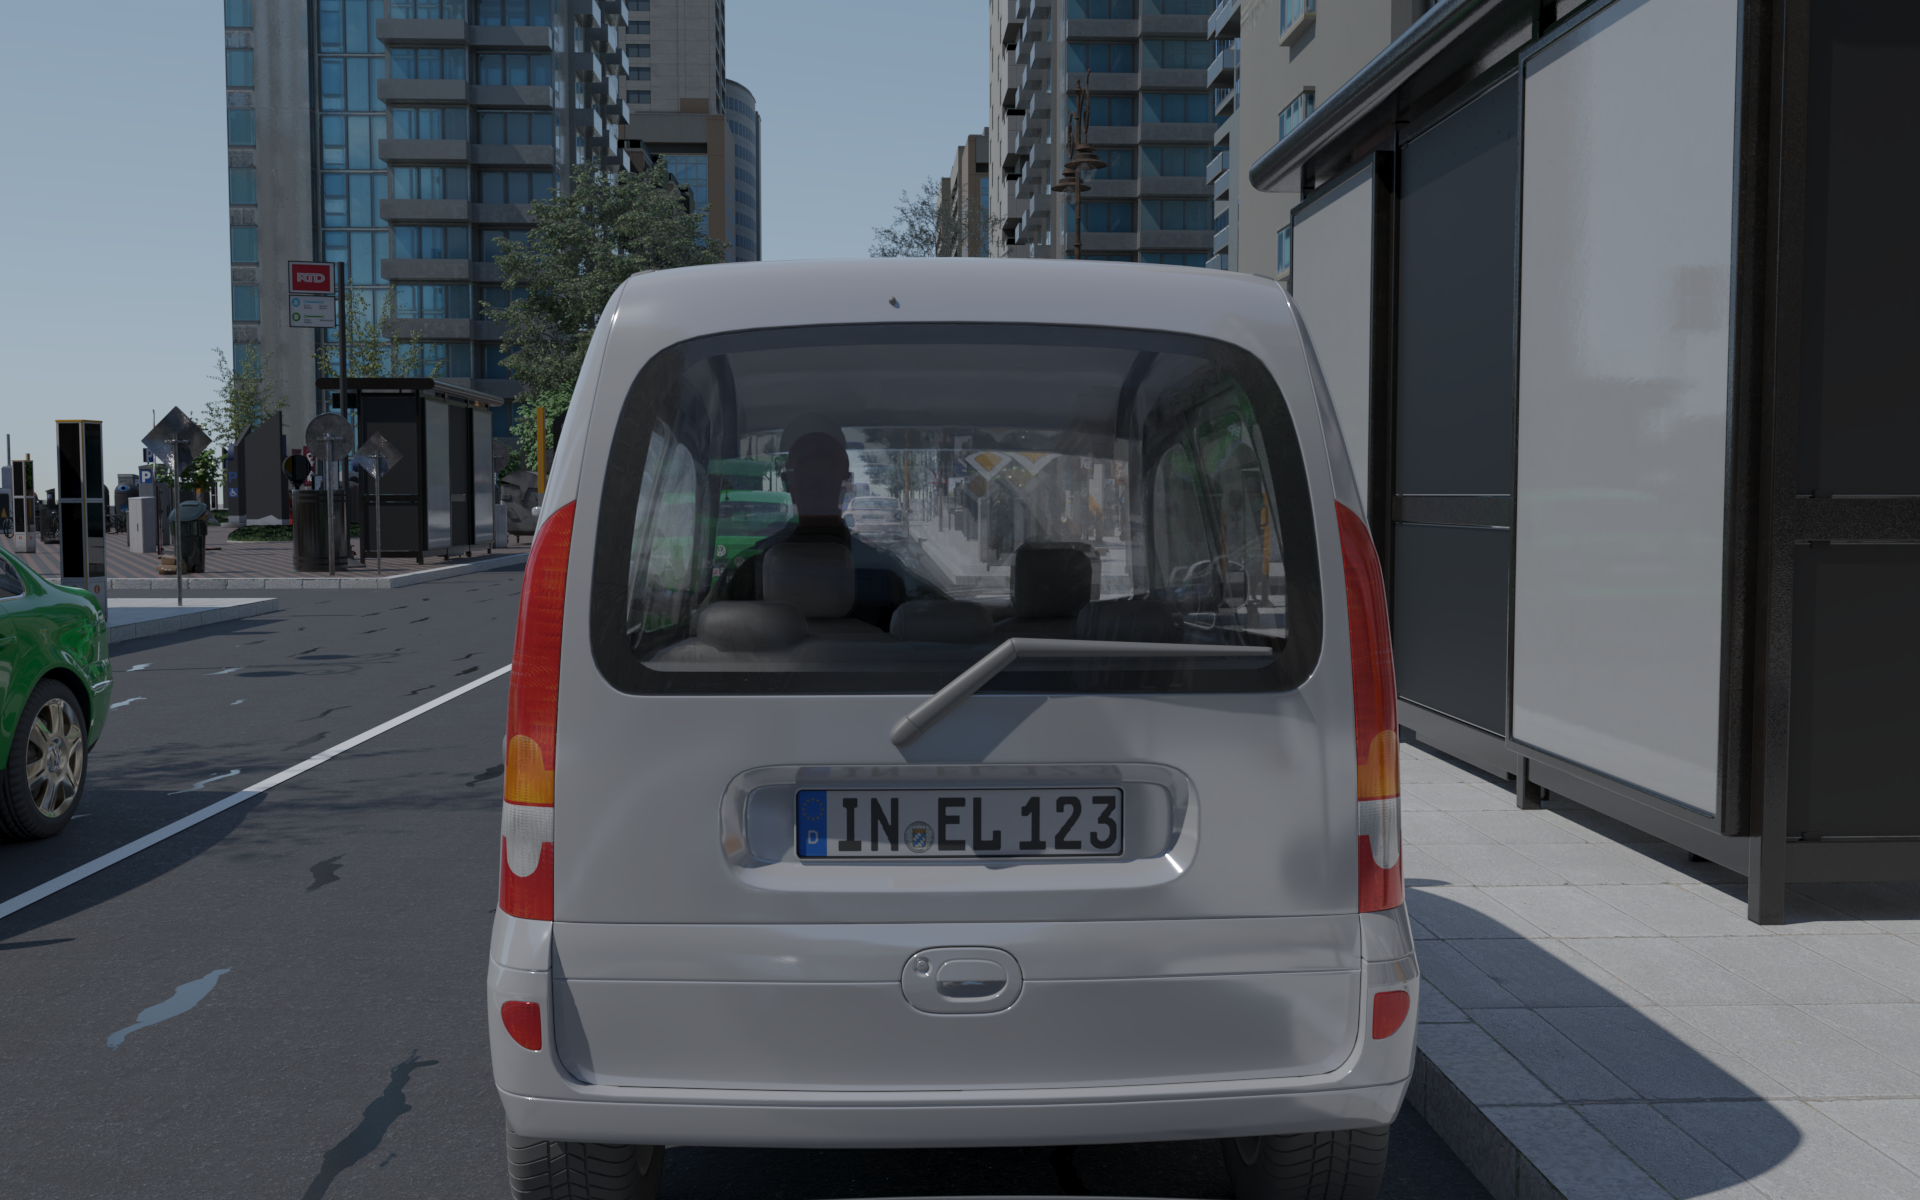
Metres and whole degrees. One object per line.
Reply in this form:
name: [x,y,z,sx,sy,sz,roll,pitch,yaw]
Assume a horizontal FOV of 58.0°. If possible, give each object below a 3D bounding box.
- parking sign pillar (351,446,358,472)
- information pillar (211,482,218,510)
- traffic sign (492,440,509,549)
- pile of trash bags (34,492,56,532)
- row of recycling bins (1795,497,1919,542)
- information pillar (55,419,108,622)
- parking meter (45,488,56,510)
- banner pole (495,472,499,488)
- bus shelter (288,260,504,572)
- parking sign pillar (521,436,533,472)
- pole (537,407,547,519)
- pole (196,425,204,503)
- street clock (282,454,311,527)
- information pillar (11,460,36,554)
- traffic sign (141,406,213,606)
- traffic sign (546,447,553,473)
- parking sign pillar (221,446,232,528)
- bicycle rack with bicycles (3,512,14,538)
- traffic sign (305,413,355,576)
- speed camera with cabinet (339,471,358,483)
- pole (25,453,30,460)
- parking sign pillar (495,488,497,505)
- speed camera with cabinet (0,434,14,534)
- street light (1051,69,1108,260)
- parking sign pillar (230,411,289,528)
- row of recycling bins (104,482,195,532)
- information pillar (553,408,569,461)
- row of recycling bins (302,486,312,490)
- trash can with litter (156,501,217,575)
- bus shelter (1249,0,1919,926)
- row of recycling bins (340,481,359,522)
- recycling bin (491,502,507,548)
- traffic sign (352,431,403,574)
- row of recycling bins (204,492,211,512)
parking sign pillar: [-33.312,-6.558,95.698,1.447,3.967,1.447,-1,4,-23]
information pillar: [-43.669,-5.929,101.438,0.304,2.012,0.304,0,4,-2]
traffic sign: [-10.925,-2.473,40.532,0.768,2.556,0.104,0,4,0]
pile of trash bags: [-31.562,-3.074,60.011,3.447,1.369,1.912,3,4,36]
row of recycling bins: [6.842,-0.422,14.013,1.069,1.692,3.534,0,4,3]
information pillar: [-8.729,-0.779,17.222,0.304,2.012,0.304,1,4,11]
parking meter: [-38.552,-3.977,73.428,0.372,1.533,0.369,0,3,0]
banner pole: [-22.367,-5.662,82.590,0.863,3.779,0.401,1,4,15]
bus shelter: [-10.595,-3.363,32.612,2.179,5.291,8.768,0,4,-3]
parking sign pillar: [-12.908,-3.989,53.697,1.447,3.967,1.447,0,4,3]
pole: [-9.829,-2.868,40.736,0.158,3.312,0.155,0,3,0]
pole: [-22.412,-3.497,51.025,0.158,3.312,0.155,0,3,0]
street clock: [-12.096,-1.655,31.635,0.471,2.002,0.358,-2,4,-29]
information pillar: [-20.240,-2.016,37.450,0.304,2.012,0.304,1,4,9]
traffic sign: [-8.929,-0.987,19.772,0.795,2.450,0.064,0,4,-3]
traffic sign: [-10.862,-2.847,46.656,0.768,2.556,0.104,0,4,2]
parking sign pillar: [-27.446,-4.744,66.029,1.447,3.967,1.447,0,4,1]
bicycle rack with bicycles: [-26.881,-2.302,51.015,2.852,0.926,2.925,1,4,21]
traffic sign: [-9.881,-1.656,27.176,0.768,2.556,0.104,0,4,-2]
speed camera with cabinet: [-24.684,-4.532,68.429,0.660,3.252,2.038,2,4,32]
pole: [-46.542,-5.671,86.560,0.158,3.312,0.155,0,3,0]
parking sign pillar: [-24.010,-6.032,87.091,1.447,3.967,1.447,0,4,-8]
speed camera with cabinet: [-31.099,-3.792,56.336,0.660,3.252,2.038,0,4,0]
street light: [1.319,-2.854,19.449,0.468,5.910,1.993,0,4,-3]
parking sign pillar: [-22.566,-4.154,56.384,1.447,3.967,1.447,1,4,13]
row of recycling bins: [-27.612,-3.131,58.297,3.534,1.692,1.069,-1,4,-9]
information pillar: [-10.561,-3.349,46.113,0.504,3.616,0.183,-1,4,-10]
row of recycling bins: [-27.072,-4.040,73.172,1.069,1.692,3.534,0,4,-8]
trash can with litter: [-12.501,-1.013,27.948,0.624,1.170,1.055,0,4,1]
bus shelter: [2.958,-1.936,9.286,2.179,5.291,8.768,0,4,-3]
row of recycling bins: [-19.438,-2.899,54.508,1.069,1.692,3.534,-1,4,-12]
recycling bin: [-11.298,-1.758,41.291,0.722,1.027,0.722,2,4,28]
traffic sign: [-9.323,-1.474,27.747,0.795,2.450,0.064,0,4,-3]
row of recycling bins: [-32.652,-3.980,72.184,3.534,1.692,1.069,2,4,26]
